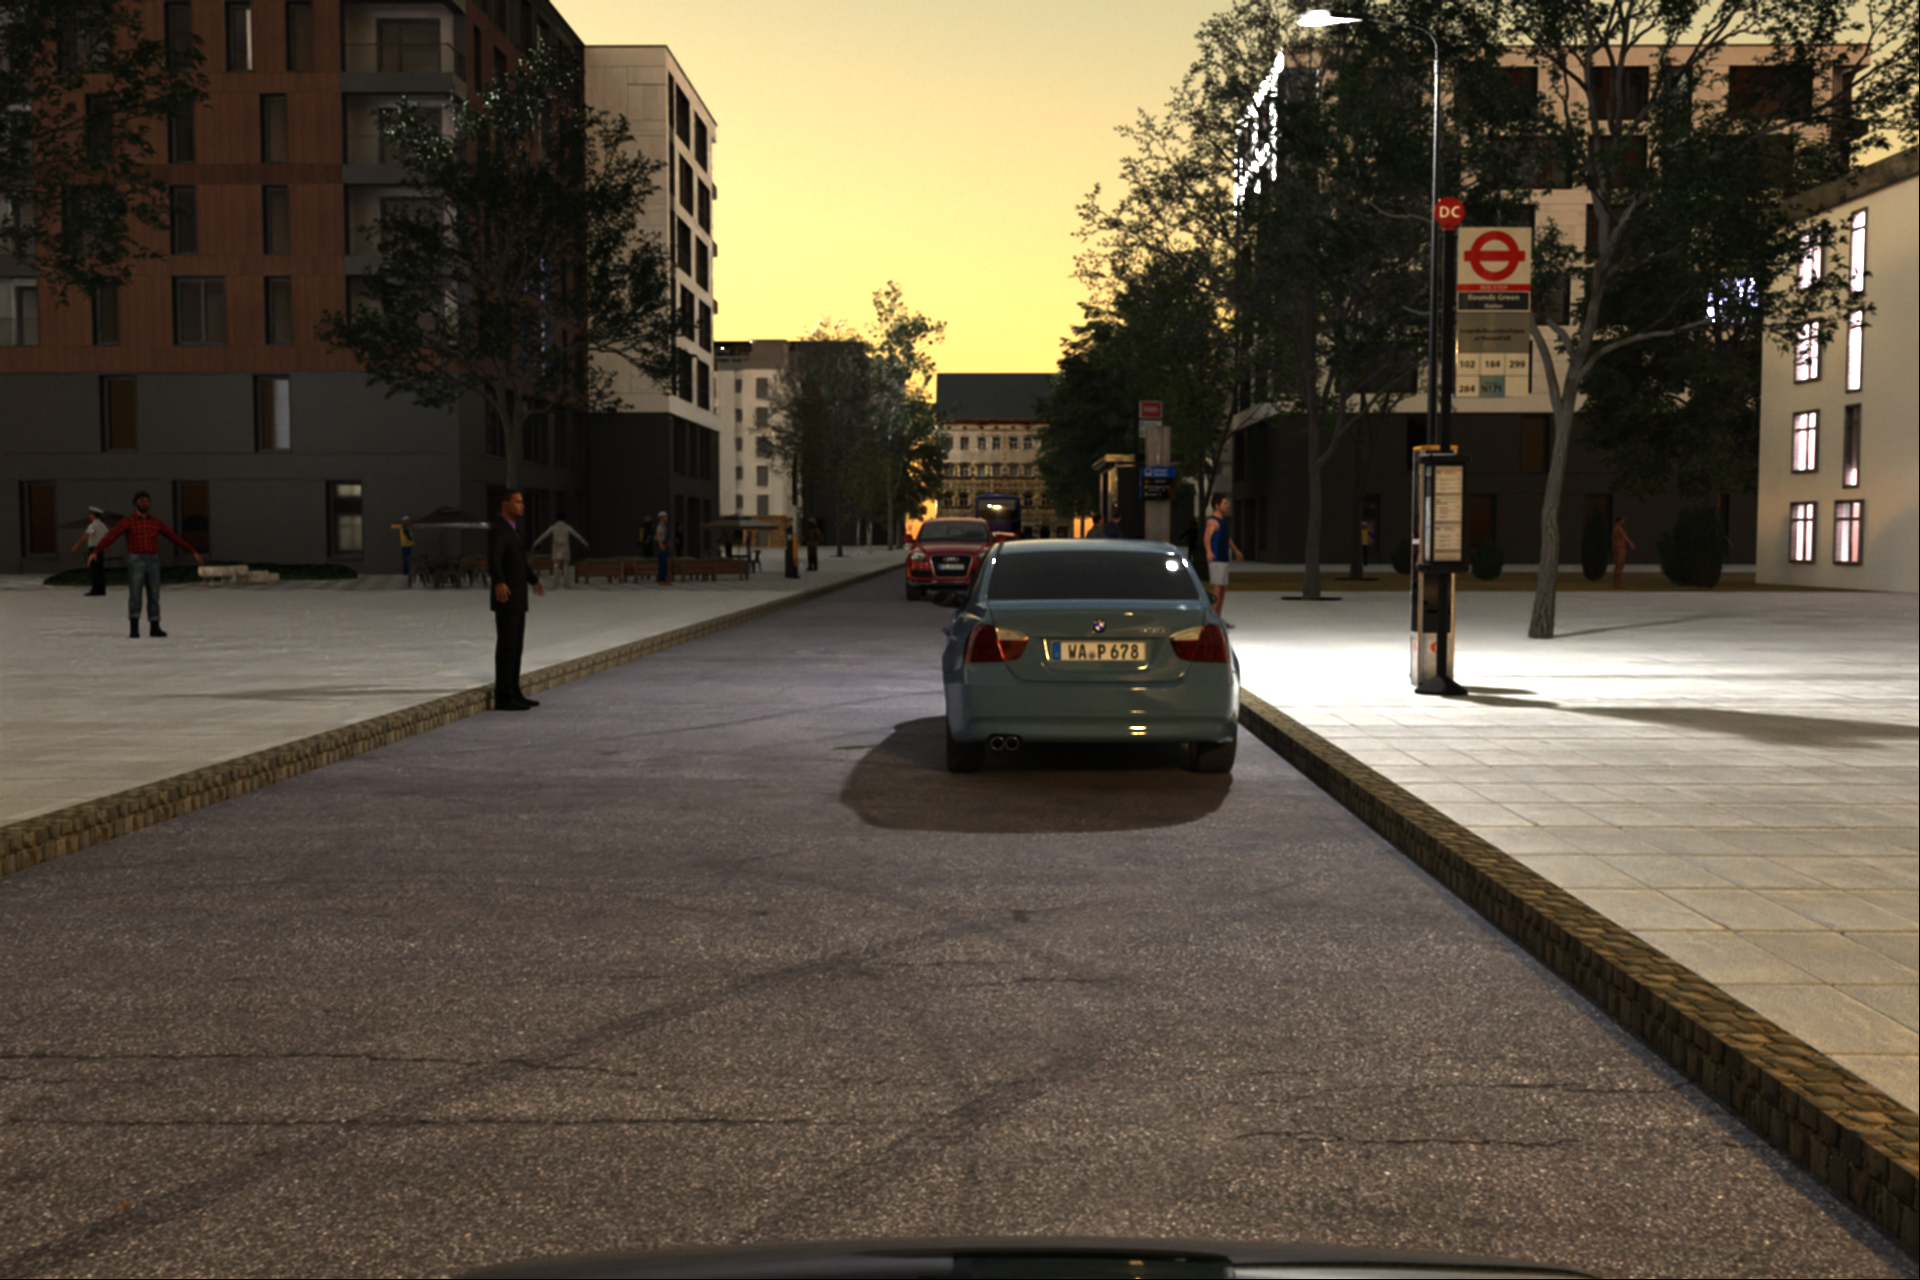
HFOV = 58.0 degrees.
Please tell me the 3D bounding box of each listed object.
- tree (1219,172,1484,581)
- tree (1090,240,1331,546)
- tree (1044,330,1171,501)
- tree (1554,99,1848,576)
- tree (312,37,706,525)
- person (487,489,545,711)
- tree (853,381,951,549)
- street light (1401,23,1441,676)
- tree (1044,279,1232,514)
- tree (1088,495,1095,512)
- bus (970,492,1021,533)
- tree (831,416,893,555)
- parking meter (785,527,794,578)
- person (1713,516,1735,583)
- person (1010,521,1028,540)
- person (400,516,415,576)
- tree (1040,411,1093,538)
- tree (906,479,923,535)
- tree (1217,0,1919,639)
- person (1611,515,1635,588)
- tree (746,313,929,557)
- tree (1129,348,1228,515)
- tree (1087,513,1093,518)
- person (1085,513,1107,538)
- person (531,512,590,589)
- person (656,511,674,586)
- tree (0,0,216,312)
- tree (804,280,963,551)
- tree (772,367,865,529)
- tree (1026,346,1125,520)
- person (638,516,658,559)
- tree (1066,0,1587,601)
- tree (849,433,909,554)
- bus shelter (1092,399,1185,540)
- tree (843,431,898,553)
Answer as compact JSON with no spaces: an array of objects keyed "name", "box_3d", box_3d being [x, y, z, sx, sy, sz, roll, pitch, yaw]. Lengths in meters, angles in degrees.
[{"name":"tree","box_3d":[11.210,-7.470,47.888,9.928,11.665,9.643,0,3,0]},{"name":"tree","box_3d":[8.540,-8.187,59.611,9.928,11.665,9.643,0,3,0]},{"name":"tree","box_3d":[8.458,-10.780,94.383,7.486,12.596,7.792,0,3,0]},{"name":"tree","box_3d":[22.922,-8.918,52.470,9.857,13.997,8.962,0,3,0]},{"name":"tree","box_3d":[-8.047,-5.960,31.854,7.601,10.594,8.767,-3,5,-42]},{"name":"person","box_3d":[-3.663,-0.337,14.196,0.704,1.802,1.346,0,4,-1]},{"name":"tree","box_3d":[-5.146,-14.628,145.830,9.857,13.997,8.962,0,3,0]},{"name":"street light","box_3d":[4.770,-2.625,15.452,1.470,5.913,1.316,0,4,1]},{"name":"tree","box_3d":[8.541,-10.799,83.226,9.857,13.997,8.962,0,3,0]},{"name":"tree","box_3d":[10.164,-10.825,127.347,4.737,8.622,4.395,0,3,0]},{"name":"bus","box_3d":[2.069,-6.712,101.289,2.896,3.916,12.251,0,3,0]},{"name":"tree","box_3d":[-6.139,-9.459,105.023,4.737,8.622,4.395,0,3,0]},{"name":"parking meter","box_3d":[-4.967,-2.605,50.999,0.372,1.533,0.369,0,3,0]},{"name":"person","box_3d":[19.954,-2.426,45.791,0.704,1.817,1.347,-1,4,-13]},{"name":"person","box_3d":[1.769,-2.779,54.036,1.345,1.843,0.704,1,4,22]},{"name":"person","box_3d":[-17.135,-2.921,53.733,0.705,1.833,1.349,-2,4,-28]},{"name":"tree","box_3d":[10.211,-13.570,139.990,7.486,12.596,7.792,0,3,0]},{"name":"tree","box_3d":[-6.283,-17.193,231.463,4.360,8.622,3.978,0,3,0]},{"name":"tree","box_3d":[7.223,-5.277,20.686,8.767,10.594,7.601,-1,4,-14]},{"name":"person","box_3d":[15.693,-2.093,41.020,0.721,1.733,1.217,0,4,-1]},{"name":"tree","box_3d":[-6.770,-11.371,96.290,12.009,13.543,11.850,0,3,0]},{"name":"tree","box_3d":[8.463,-7.276,69.317,4.737,8.622,4.395,0,3,0]},{"name":"tree","box_3d":[19.817,-18.253,232.843,7.601,10.594,8.767,0,4,-5]},{"name":"person","box_3d":[2.407,-1.301,30.006,0.705,1.796,1.348,-2,4,-28]},{"name":"person","box_3d":[-9.363,-2.107,40.636,1.347,1.806,0.705,-1,4,-15]},{"name":"person","box_3d":[-7.385,-2.285,43.222,0.705,1.847,1.347,0,4,1]},{"name":"tree","box_3d":[-9.356,-4.795,12.814,7.601,10.594,8.767,-1,4,-23]},{"name":"tree","box_3d":[-6.099,-16.895,132.129,12.611,20.169,13.585,0,3,0]},{"name":"tree","box_3d":[-6.730,-7.725,76.666,4.360,8.622,3.978,0,3,0]},{"name":"tree","box_3d":[9.417,-12.862,116.953,9.857,13.997,8.962,0,3,0]},{"name":"person","box_3d":[-9.948,-3.032,55.348,0.705,1.856,1.354,-3,5,-44]},{"name":"tree","box_3d":[6.992,-7.519,33.306,12.009,13.543,11.850,0,3,0]},{"name":"tree","box_3d":[-6.039,-9.928,112.684,4.360,8.622,3.978,0,3,0]},{"name":"bus shelter","box_3d":[4.934,-4.393,49.451,2.179,5.291,8.768,0,4,1]},{"name":"tree","box_3d":[-6.351,-10.360,119.754,4.737,8.622,4.395,0,3,0]}]
